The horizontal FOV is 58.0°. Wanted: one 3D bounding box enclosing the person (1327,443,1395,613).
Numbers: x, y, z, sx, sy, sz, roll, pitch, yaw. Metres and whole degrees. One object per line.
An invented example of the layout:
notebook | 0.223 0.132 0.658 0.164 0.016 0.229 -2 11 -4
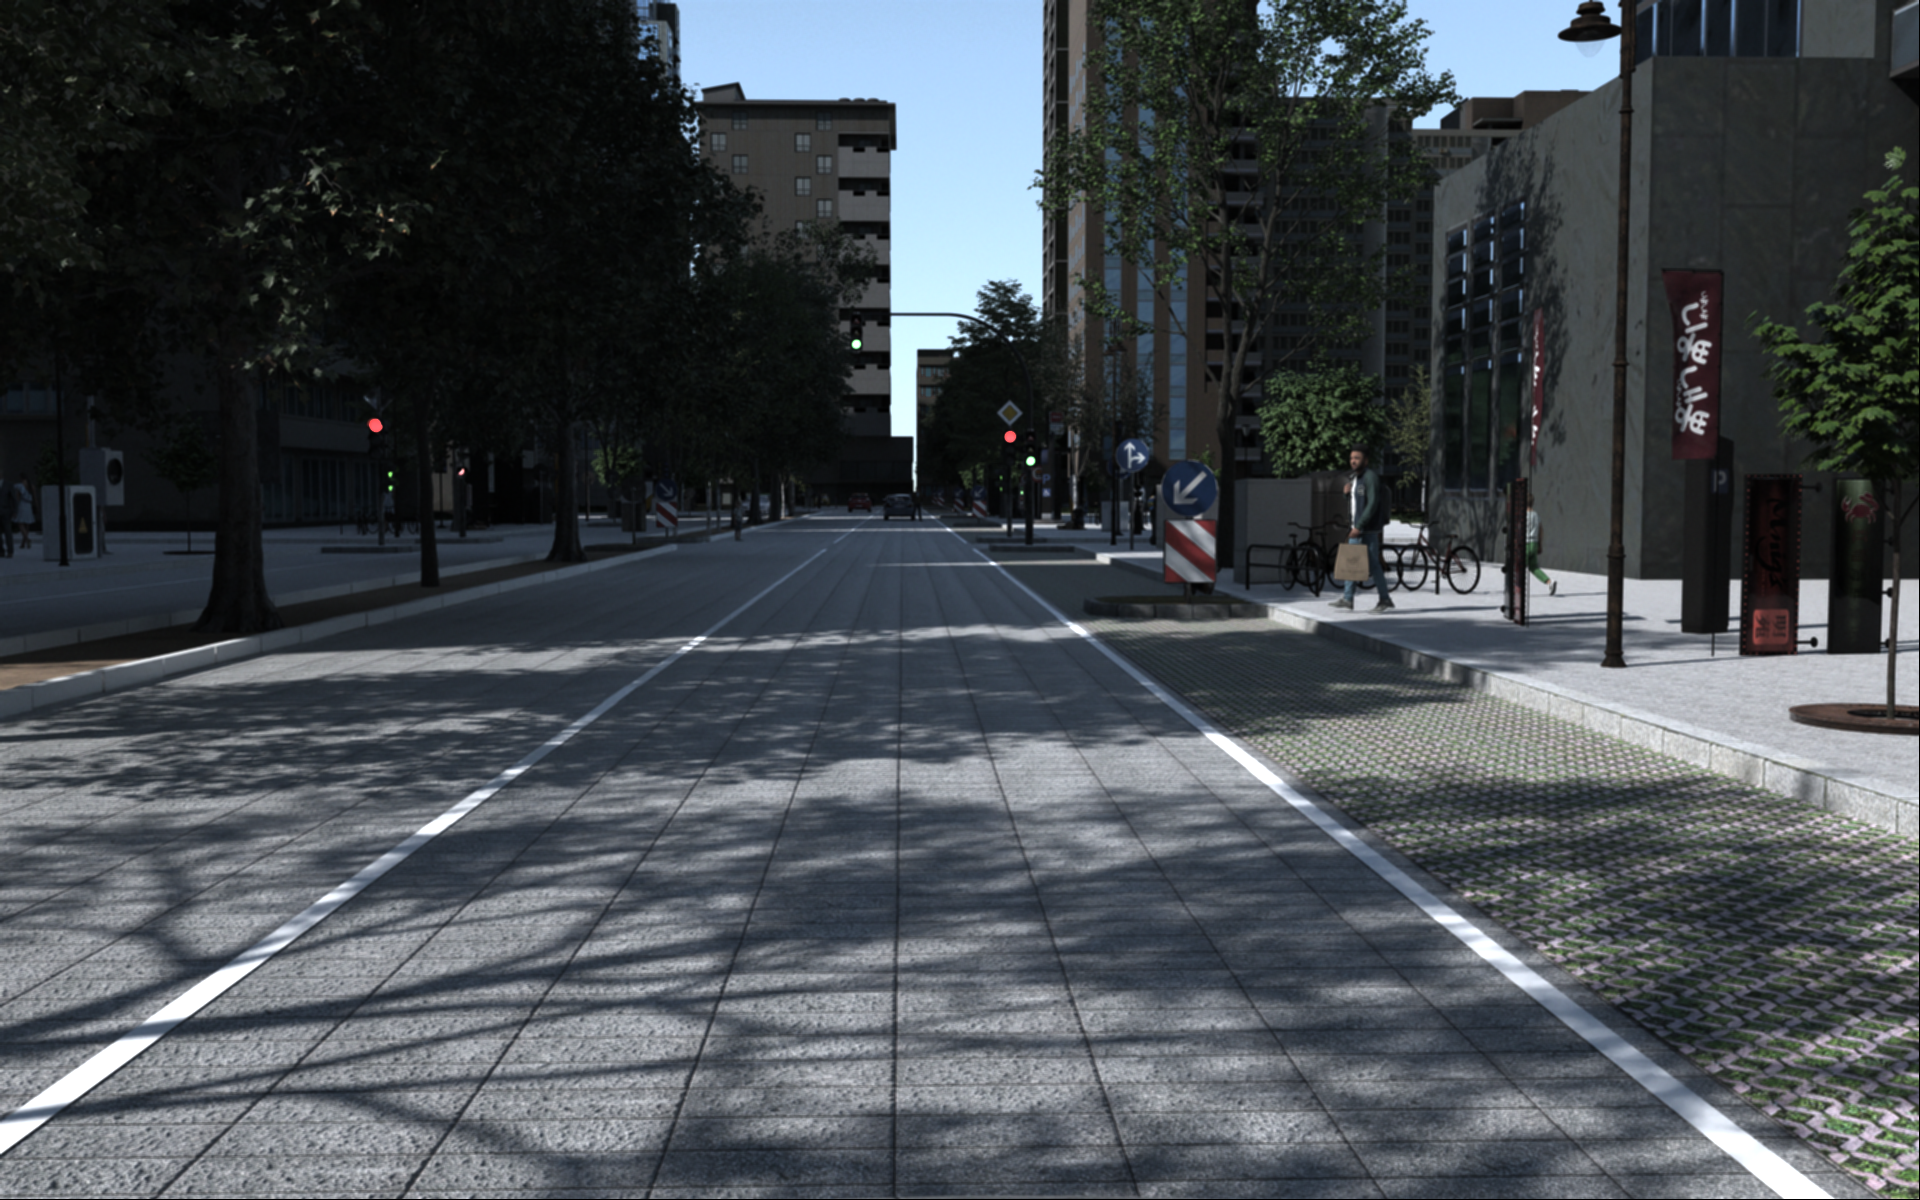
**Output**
person | 4.310 -0.766 18.553 0.713 1.824 0.794 1 4 12

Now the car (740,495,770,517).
car | -13.073 -6.074 111.674 2.083 1.381 4.827 0 3 0

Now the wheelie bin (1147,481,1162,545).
wheelie bin | 5.211 -2.176 43.478 0.980 1.594 0.693 -1 4 -22

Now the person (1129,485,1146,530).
person | 6.325 -3.404 61.803 0.679 1.850 0.850 -2 4 -31

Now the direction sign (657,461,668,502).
direction sign | -20.233 -7.703 117.941 0.876 3.537 0.379 -3 5 -41

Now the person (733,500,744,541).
person | -6.759 -2.431 52.928 0.332 1.250 0.352 0 4 5

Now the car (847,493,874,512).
car | -7.962 -7.882 137.908 2.155 1.783 4.494 0 4 -1

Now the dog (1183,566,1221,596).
dog | 3.108 -0.195 22.482 0.540 0.507 0.406 0 4 7

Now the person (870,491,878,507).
person | -9.560 -11.090 190.546 1.217 1.735 0.721 2 4 24

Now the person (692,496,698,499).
person | -26.731 -10.174 173.180 1.217 1.735 0.721 0 4 1

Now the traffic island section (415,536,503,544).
traffic island section | -14.731 -1.772 51.250 2.009 0.180 2.903 0 4 -2

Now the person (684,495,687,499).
person | -31.709 -11.807 199.823 0.721 1.736 1.217 -1 4 -14

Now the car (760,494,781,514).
car | -13.467 -6.822 120.339 1.959 1.807 4.718 0 3 0

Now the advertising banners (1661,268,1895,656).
advertising banners | 6.459 -1.070 13.688 2.074 3.025 0.090 -1 4 -9

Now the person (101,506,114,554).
person | -18.309 -1.720 36.755 0.523 1.515 0.503 0 4 3

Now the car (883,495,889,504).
car | -5.796 -8.600 152.977 2.083 1.381 4.827 0 4 -1

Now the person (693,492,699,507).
person | -25.264 -9.754 165.977 0.568 1.767 0.683 1 4 9

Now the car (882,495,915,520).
car | -3.337 -5.127 95.829 2.014 1.417 4.499 0 4 -2

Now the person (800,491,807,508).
person | -15.616 -10.077 173.988 1.217 1.736 0.721 -3 5 -43

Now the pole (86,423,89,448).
pole | -24.984 -3.420 49.755 0.158 3.312 0.155 0 3 0

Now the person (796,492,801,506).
person | -18.595 -11.675 200.102 1.217 1.736 0.721 0 4 1

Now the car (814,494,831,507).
car | -15.762 -11.490 198.088 2.015 1.641 3.980 0 4 -3

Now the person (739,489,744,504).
person | -21.918 -10.287 174.257 0.705 1.821 1.348 -3 5 -44

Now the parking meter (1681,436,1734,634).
parking meter | 6.908 -0.629 15.994 0.399 1.863 0.255 -2 4 -26

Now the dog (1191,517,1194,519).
dog | 5.328 -1.561 39.900 0.800 0.831 0.513 -3 4 -37

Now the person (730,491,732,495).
person | -25.324 -11.392 193.100 0.742 1.727 0.445 1 4 15

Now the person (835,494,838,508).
person | -12.464 -9.883 173.308 0.599 1.433 0.991 0 4 -3

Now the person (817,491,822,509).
person | -13.771 -9.857 170.210 0.434 1.755 0.990 1 4 20

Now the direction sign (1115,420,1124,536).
direction sign | 4.873 -3.751 53.321 0.379 3.537 0.876 0 4 -7

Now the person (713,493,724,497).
person | -28.231 -11.987 202.164 1.348 1.807 0.705 1 4 15

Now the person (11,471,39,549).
person | -21.931 -2.113 40.690 0.778 1.811 0.616 3 5 43

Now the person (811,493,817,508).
person | -15.246 -10.443 179.386 1.348 1.807 0.705 1 4 17

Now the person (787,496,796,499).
person | -16.072 -9.617 165.867 0.705 1.807 1.348 2 4 33

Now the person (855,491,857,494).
person | -10.953 -10.705 184.041 0.721 1.766 1.217 -2 4 -34

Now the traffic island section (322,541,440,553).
traffic island section | -14.468 -1.284 43.269 2.009 0.180 2.903 0 4 -2

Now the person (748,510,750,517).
person | -12.770 -6.045 107.550 0.699 1.804 1.509 1 4 20

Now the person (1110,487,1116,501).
person | 11.008 -7.219 124.091 0.620 1.820 0.660 1 4 19

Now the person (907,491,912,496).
person | -5.890 -11.768 200.985 1.350 1.814 0.705 2 4 32

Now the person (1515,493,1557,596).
person | 7.143 -0.692 21.613 0.590 1.304 0.306 2 4 34

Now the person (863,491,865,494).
person | -11.147 -11.723 200.185 1.348 1.822 0.705 1 4 16

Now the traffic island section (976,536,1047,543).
traffic island section | 1.502 -1.804 51.776 2.009 0.180 2.903 0 4 -2

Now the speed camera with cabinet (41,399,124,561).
speed camera with cabinet | -17.170 -2.421 33.923 0.660 3.252 2.038 0 4 2

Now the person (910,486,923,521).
person | -2.313 -5.107 91.914 0.836 1.842 0.656 3 5 45

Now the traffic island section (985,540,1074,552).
traffic island section | 1.765 -1.316 43.796 2.009 0.180 2.903 0 4 -2

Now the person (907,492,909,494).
person | -6.252 -11.847 203.025 0.721 1.723 1.217 0 4 -6

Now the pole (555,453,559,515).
pole | -19.982 -5.632 85.922 0.158 3.312 0.155 0 3 0

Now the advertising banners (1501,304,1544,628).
advertising banners | 5.529 -1.275 17.033 0.090 3.025 2.074 1 4 10

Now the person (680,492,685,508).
person | -25.165 -9.254 158.143 0.742 1.727 0.445 -1 4 -19

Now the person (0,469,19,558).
person | -19.332 -1.752 34.857 0.661 1.801 0.590 -1 4 -11

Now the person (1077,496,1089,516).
person | 7.191 -5.492 101.328 0.738 1.151 1.012 -1 4 -9

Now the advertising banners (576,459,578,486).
advertising banners | -19.673 -5.570 87.263 0.090 3.025 2.074 -3 4 -36

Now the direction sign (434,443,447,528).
direction sign | -19.454 -4.459 64.895 0.379 3.537 0.876 1 4 12

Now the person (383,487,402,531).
person | -19.470 -3.240 59.111 0.616 1.811 0.778 3 4 38
